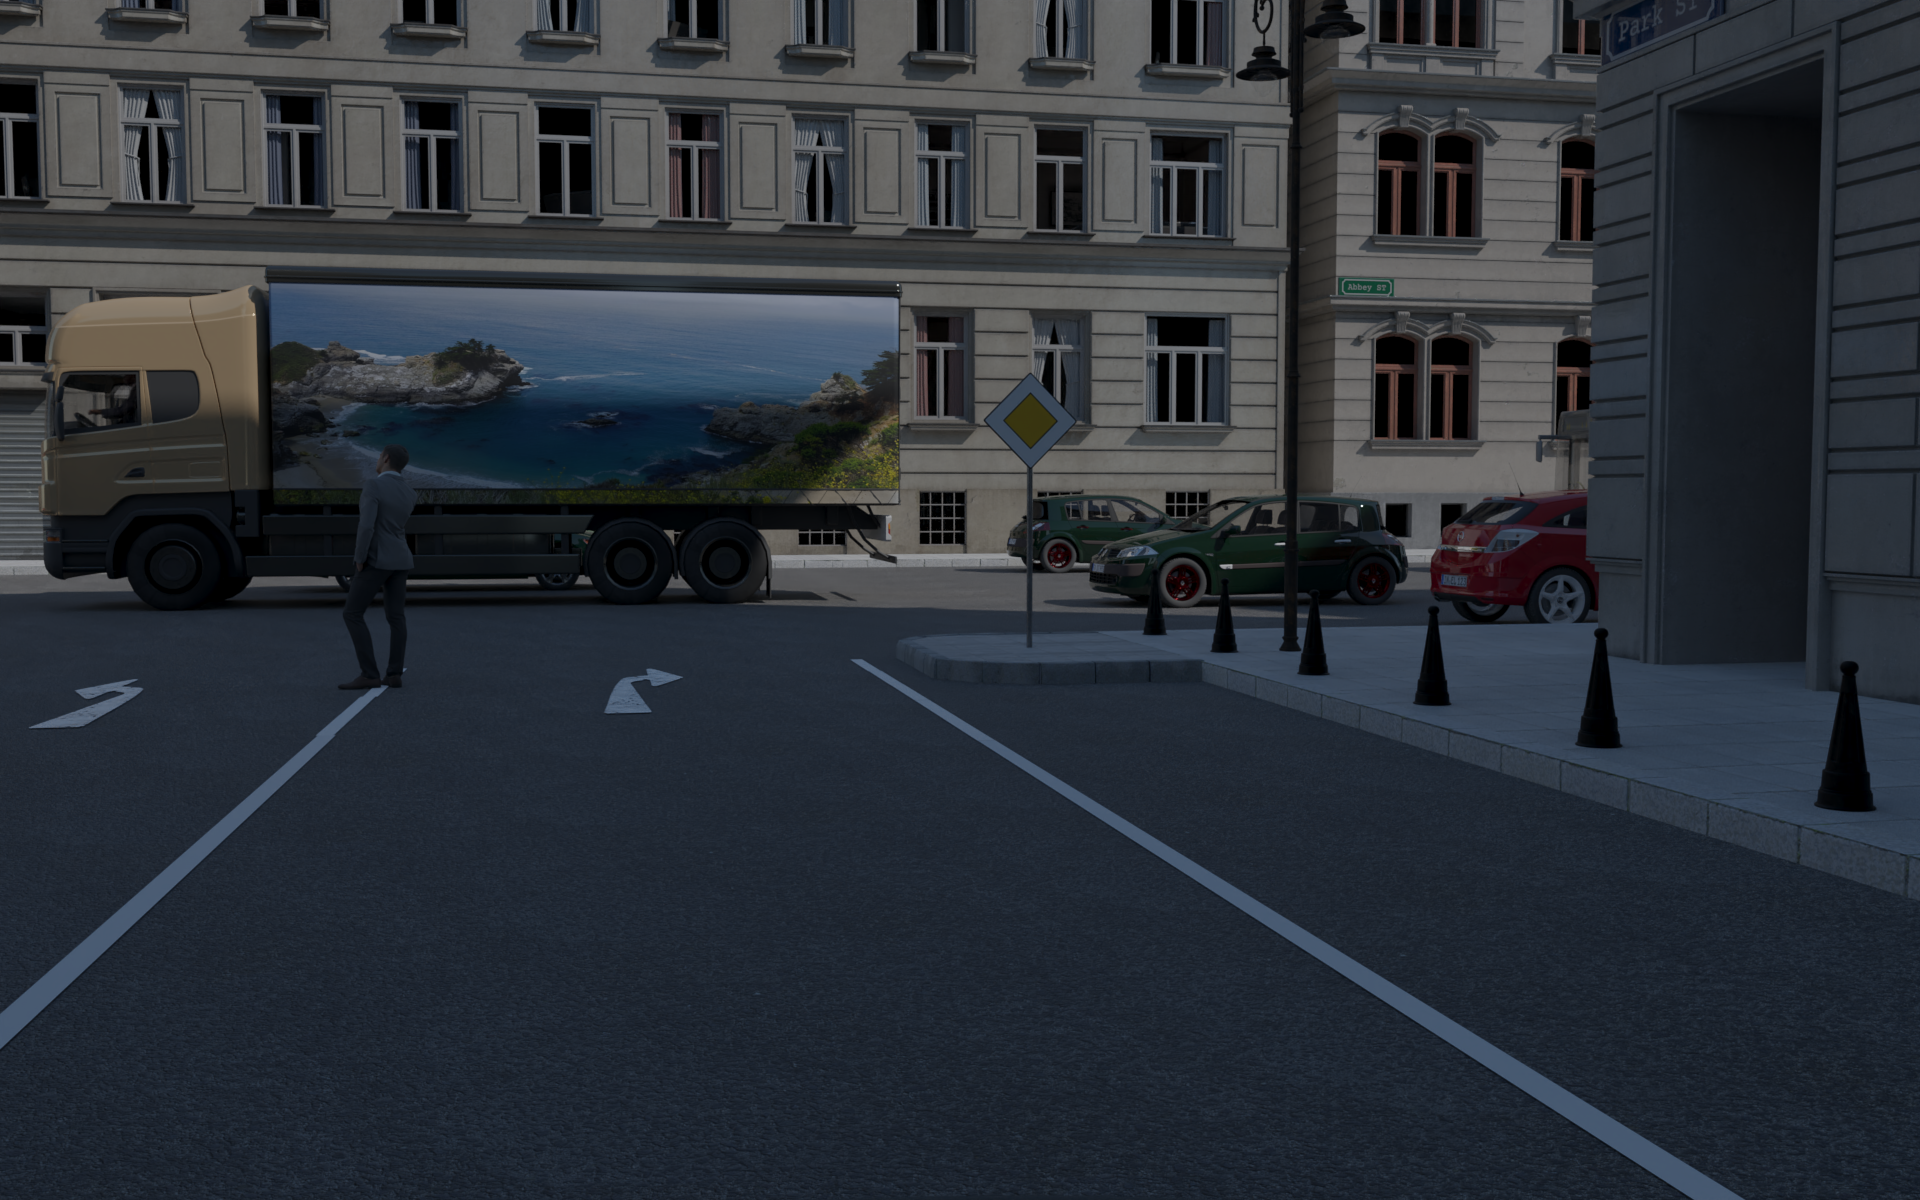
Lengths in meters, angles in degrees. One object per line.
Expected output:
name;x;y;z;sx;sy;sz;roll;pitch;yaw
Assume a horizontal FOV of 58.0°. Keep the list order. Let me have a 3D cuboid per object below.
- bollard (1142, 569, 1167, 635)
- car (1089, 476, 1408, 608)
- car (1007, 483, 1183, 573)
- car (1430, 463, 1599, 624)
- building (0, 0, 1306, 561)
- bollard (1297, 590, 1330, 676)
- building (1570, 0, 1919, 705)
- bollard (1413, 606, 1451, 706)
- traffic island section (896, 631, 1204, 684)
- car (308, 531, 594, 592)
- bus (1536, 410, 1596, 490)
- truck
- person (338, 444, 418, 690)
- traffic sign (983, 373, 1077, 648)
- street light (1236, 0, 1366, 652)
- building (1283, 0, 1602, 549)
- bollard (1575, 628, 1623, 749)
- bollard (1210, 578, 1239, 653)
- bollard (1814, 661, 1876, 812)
bollard;1.779;0.014;15.805;0.229;0.601;0.229;0;3;0
car;3.801;-0.793;22.748;4.222;1.686;2.009;-1;4;-12
car;2.966;-1.377;32.295;4.222;1.686;2.009;-1;4;-12
car;7.442;-0.609;18.998;4.494;1.783;2.155;-1;4;-12
building;-8.199;-12.771;42.088;30.059;22.955;16.112;-1;4;-12
bollard;2.518;0.227;12.322;0.229;0.601;0.229;0;3;0
building;11.969;-10.309;4.708;11.583;22.565;21.152;-1;4;-12
bollard;2.886;0.335;10.568;0.229;0.601;0.229;0;3;0
traffic island section;0.599;0.476;14.504;2.009;0.180;2.903;-1;4;-12
car;-7.574;-0.881;26.204;4.920;1.459;2.131;-1;4;-12
bus;16.931;-2.297;32.409;13.247;3.499;2.948;-1;4;-11
truck;-6.503;-2.077;22.873;11.283;4.237;2.839;-1;4;-12
person;-4.301;-0.253;12.817;0.473;1.802;0.592;3;4;39
traffic sign;0.578;-0.659;14.422;0.795;2.450;0.064;-1;4;-12
street light;2.705;-2.521;14.005;0.468;5.910;1.993;-1;4;-12
building;18.083;-15.890;47.193;23.554;28.519;14.401;-1;4;-12
bollard;3.258;0.442;8.817;0.229;0.601;0.229;0;3;0
bollard;2.149;0.121;14.063;0.229;0.601;0.229;0;3;0
bollard;3.626;0.548;7.078;0.229;0.601;0.229;0;3;0
